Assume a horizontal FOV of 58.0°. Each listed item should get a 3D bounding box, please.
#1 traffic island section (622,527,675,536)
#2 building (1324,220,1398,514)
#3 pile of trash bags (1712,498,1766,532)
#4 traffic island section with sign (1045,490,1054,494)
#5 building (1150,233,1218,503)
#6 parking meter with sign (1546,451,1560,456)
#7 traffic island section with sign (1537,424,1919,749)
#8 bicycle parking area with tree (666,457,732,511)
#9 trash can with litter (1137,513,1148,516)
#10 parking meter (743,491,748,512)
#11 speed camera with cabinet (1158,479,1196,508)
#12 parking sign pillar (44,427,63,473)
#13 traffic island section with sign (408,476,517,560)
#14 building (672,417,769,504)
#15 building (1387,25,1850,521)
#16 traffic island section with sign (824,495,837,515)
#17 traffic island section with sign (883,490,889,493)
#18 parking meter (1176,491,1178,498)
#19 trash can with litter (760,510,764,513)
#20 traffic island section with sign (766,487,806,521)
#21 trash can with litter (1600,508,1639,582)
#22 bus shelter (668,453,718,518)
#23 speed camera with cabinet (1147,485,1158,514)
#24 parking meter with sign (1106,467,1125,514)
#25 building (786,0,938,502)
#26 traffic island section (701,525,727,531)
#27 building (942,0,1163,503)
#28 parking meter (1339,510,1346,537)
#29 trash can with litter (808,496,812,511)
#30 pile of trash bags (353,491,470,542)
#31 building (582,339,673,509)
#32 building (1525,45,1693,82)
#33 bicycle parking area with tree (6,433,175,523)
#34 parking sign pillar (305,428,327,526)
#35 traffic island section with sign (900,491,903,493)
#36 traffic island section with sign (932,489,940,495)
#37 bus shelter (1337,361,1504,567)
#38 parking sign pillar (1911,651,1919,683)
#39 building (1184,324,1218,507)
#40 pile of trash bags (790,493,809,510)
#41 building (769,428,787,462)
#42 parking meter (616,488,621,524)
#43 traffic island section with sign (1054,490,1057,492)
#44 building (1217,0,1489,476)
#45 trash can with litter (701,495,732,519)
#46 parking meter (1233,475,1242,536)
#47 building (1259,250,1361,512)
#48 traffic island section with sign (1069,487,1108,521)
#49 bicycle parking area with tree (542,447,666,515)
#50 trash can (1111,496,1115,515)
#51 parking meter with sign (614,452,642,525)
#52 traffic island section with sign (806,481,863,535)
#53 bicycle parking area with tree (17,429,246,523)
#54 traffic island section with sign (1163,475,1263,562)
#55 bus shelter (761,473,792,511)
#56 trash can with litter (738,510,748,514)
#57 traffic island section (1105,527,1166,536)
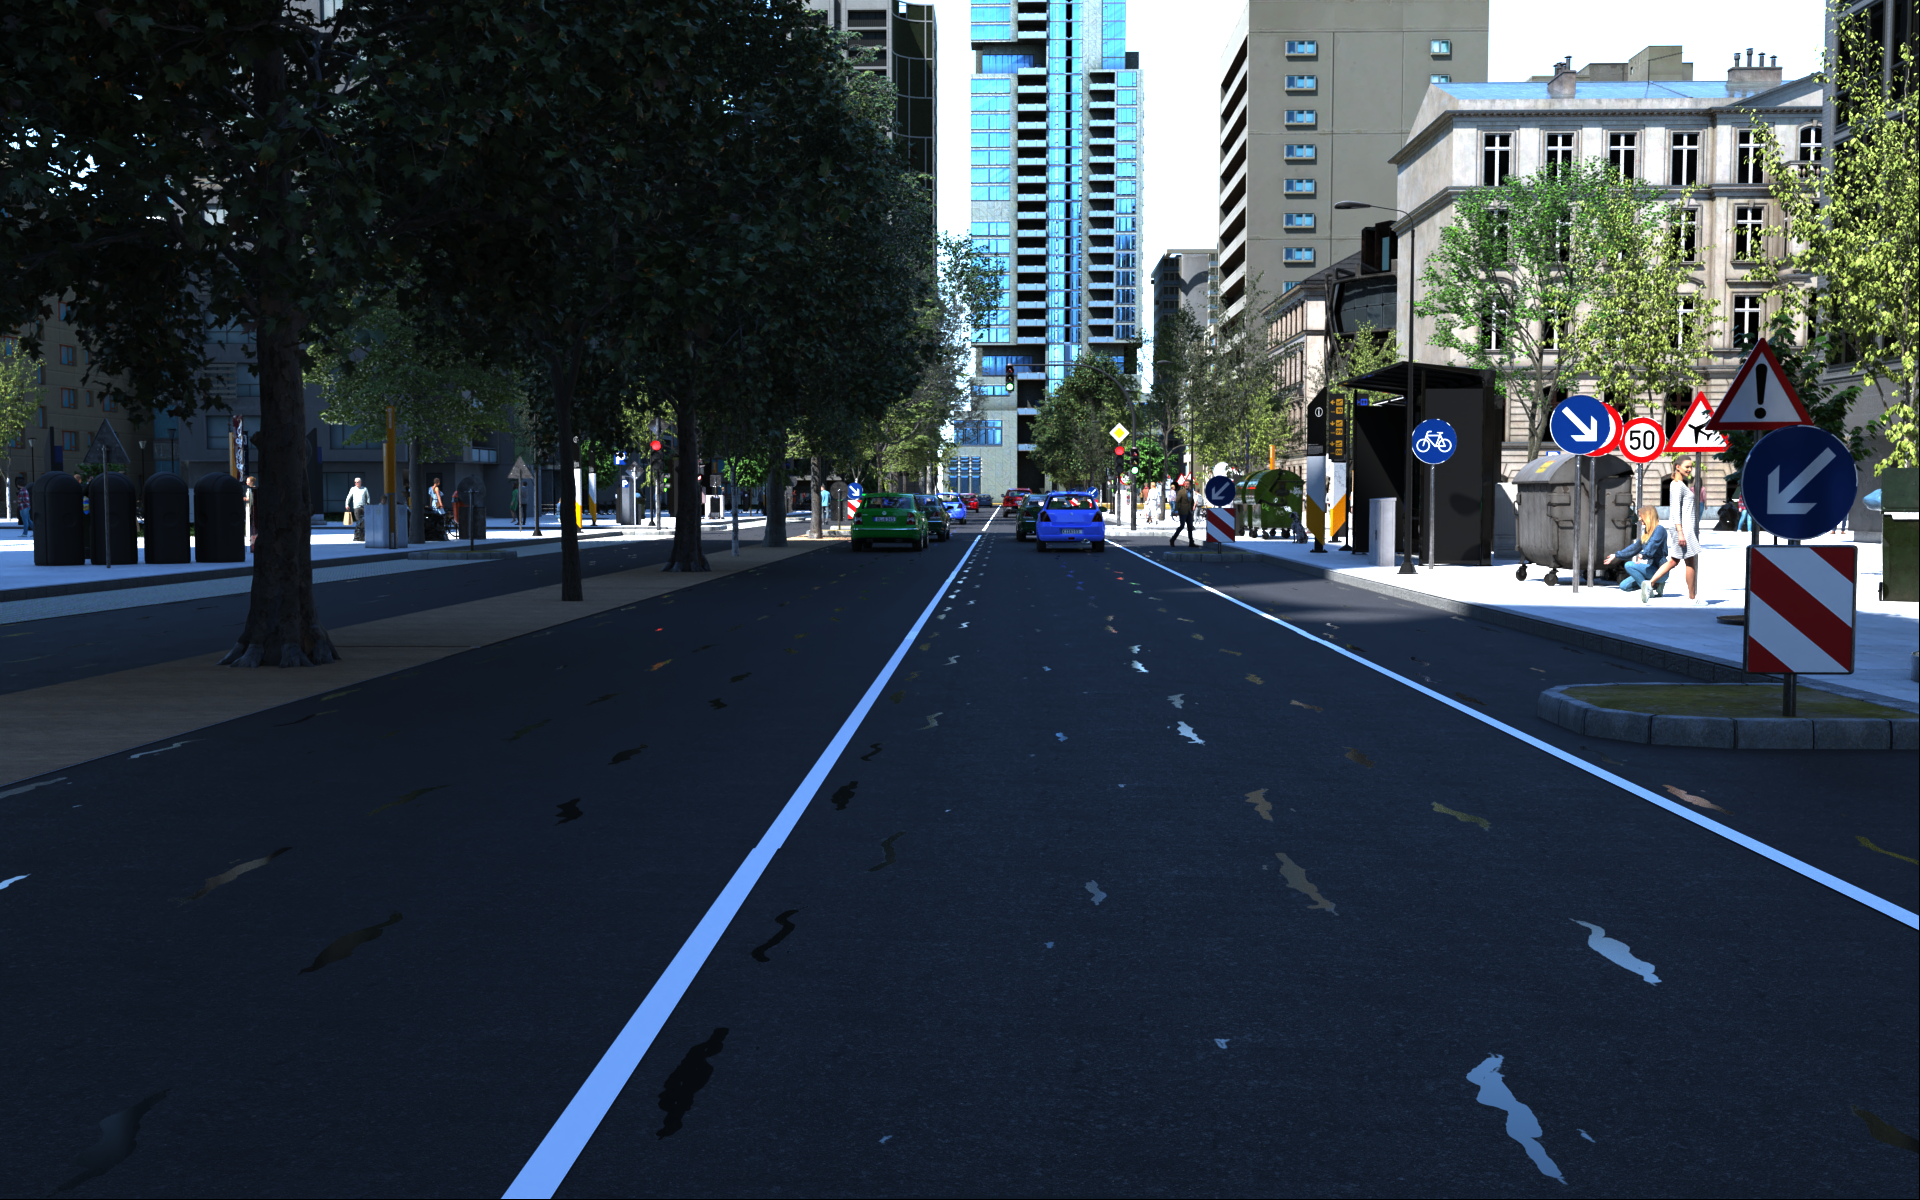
[{"bbox_3d":[-10.646,-2.374,61.093,2.009,0.180,2.903,0,4,2],"label":"traffic island section"},{"bbox_3d":[32.492,-15.129,114.810,16.820,18.784,16.811,0,4,2],"label":"building"},{"bbox_3d":[27.168,-3.008,58.928,1.912,1.369,3.447,0,4,-2],"label":"pile of trash bags"},{"bbox_3d":[9.933,-11.590,198.125,1.989,1.847,2.006,0,4,2],"label":"traffic island section with sign"},{"bbox_3d":[40.926,-34.498,255.920,23.993,40.220,32.217,0,4,2],"label":"building"},{"bbox_3d":[24.485,-4.589,71.293,0.543,3.016,1.738,2,4,25],"label":"parking meter with sign"},{"bbox_3d":[4.710,-0.126,10.681,1.989,1.847,2.006,0,4,2],"label":"traffic island section with sign"},{"bbox_3d":[-21.311,-8.752,130.093,8.231,4.147,9.016,1,4,21],"label":"bicycle parking area with tree"},{"bbox_3d":[11.192,-5.564,102.036,2.233,1.210,1.678,-1,4,-21],"label":"trash can with litter"},{"bbox_3d":[-15.473,-7.131,124.997,0.372,1.533,0.369,0,3,0],"label":"parking meter"},{"bbox_3d":[13.161,-6.741,104.544,2.038,3.252,0.660,0,4,-2],"label":"speed camera with cabinet"},{"bbox_3d":[-36.539,-4.976,69.830,1.447,3.967,1.447,-3,4,-38],"label":"parking sign pillar"},{"bbox_3d":[-10.949,-1.821,38.407,1.989,1.847,2.006,0,4,2],"label":"traffic island section with sign"},{"bbox_3d":[-37.580,-21.315,193.534,28.899,21.520,27.650,0,4,2],"label":"building"},{"bbox_3d":[40.656,-16.448,88.014,34.723,24.649,14.460,0,4,2],"label":"building"},{"bbox_3d":[-8.649,-6.857,120.744,1.989,1.847,2.006,0,4,2],"label":"traffic island section with sign"},{"bbox_3d":[-7.255,-9.951,171.327,1.989,1.847,2.006,0,4,2],"label":"traffic island section with sign"},{"bbox_3d":[13.995,-6.316,111.675,0.372,1.533,0.369,0,3,0],"label":"parking meter"},{"bbox_3d":[-12.484,-6.225,113.173,1.055,1.170,0.624,-1,4,-20],"label":"trash can with litter"},{"bbox_3d":[-9.406,-5.209,93.799,1.989,1.847,2.006,0,4,2],"label":"traffic island section with sign"},{"bbox_3d":[9.810,-0.861,25.464,0.624,1.170,1.055,0,4,-4],"label":"trash can with litter"},{"bbox_3d":[-14.981,-6.495,97.473,1.731,3.624,6.357,0,4,2],"label":"bus shelter"},{"bbox_3d":[12.629,-7.139,111.057,0.660,3.252,2.038,2,4,35],"label":"speed camera with cabinet"},{"bbox_3d":[10.368,-7.104,112.407,1.738,3.016,0.543,1,4,15],"label":"parking meter with sign"},{"bbox_3d":[-13.894,-49.690,250.680,20.611,71.187,20.563,0,4,2],"label":"building"},{"bbox_3d":[-10.423,-2.862,69.075,2.009,0.180,2.903,0,4,2],"label":"traffic island section"},{"bbox_3d":[13.334,-57.418,251.460,31.000,86.520,22.319,0,4,2],"label":"building"},{"bbox_3d":[11.359,-2.804,51.561,0.399,1.863,0.255,-1,4,-9],"label":"parking meter"},{"bbox_3d":[-11.117,-7.335,131.312,0.624,1.170,1.055,-1,4,-20],"label":"trash can with litter"},{"bbox_3d":[-14.871,-2.327,47.796,1.912,1.369,3.447,2,4,34],"label":"pile of trash bags"},{"bbox_3d":[-34.779,-43.810,154.543,20.563,71.187,20.611,0,4,2],"label":"building"},{"bbox_3d":[70.656,-34.791,192.529,21.600,48.544,21.300,0,4,2],"label":"building"},{"bbox_3d":[-45.202,-6.294,89.903,8.231,4.147,9.016,-1,4,-23],"label":"bicycle parking area with tree"},{"bbox_3d":[-26.782,-5.053,71.090,1.447,3.967,1.447,2,4,26],"label":"parking sign pillar"},{"bbox_3d":[-6.475,-11.636,198.875,1.989,1.847,2.006,0,4,2],"label":"traffic island section with sign"},{"bbox_3d":[-2.026,-8.289,143.665,2.006,1.907,1.989,0,4,2],"label":"traffic island section with sign"},{"bbox_3d":[8.753,-2.594,33.697,1.731,3.624,6.357,0,4,2],"label":"bus shelter"},{"bbox_3d":[7.225,-1.411,11.542,1.447,3.967,1.447,-1,4,-19],"label":"parking sign pillar"},{"bbox_3d":[39.970,-21.122,190.379,27.650,21.520,28.899,0,4,2],"label":"building"},{"bbox_3d":[-12.870,-7.863,138.308,1.912,1.369,3.447,1,4,12],"label":"pile of trash bags"},{"bbox_3d":[-34.982,-38.446,252.286,21.600,48.544,21.300,0,4,2],"label":"building"},{"bbox_3d":[-14.708,-4.070,74.957,0.372,1.533,0.369,0,3,0],"label":"parking meter"},{"bbox_3d":[7.797,-6.896,121.384,1.989,1.847,2.006,0,4,2],"label":"traffic island section with sign"},{"bbox_3d":[36.400,-33.043,163.951,21.300,48.544,21.600,0,4,2],"label":"building"},{"bbox_3d":[-12.818,-4.696,87.835,2.233,1.210,1.678,-2,4,-32],"label":"trash can with litter"},{"bbox_3d":[8.514,-2.884,52.859,0.255,1.863,0.399,2,4,30],"label":"parking meter"},{"bbox_3d":[29.620,-16.433,133.308,10.561,19.102,19.286,0,4,2],"label":"building"},{"bbox_3d":[7.042,-5.228,94.107,1.989,1.847,2.006,0,4,2],"label":"traffic island section with sign"},{"bbox_3d":[-24.645,-7.435,108.562,9.016,4.147,8.231,1,4,21],"label":"bicycle parking area with tree"},{"bbox_3d":[9.704,-5.819,106.792,0.748,1.137,0.748,0,3,0],"label":"trash can"},{"bbox_3d":[-13.711,-4.614,71.696,0.543,3.016,1.738,1,4,11],"label":"parking meter with sign"},{"bbox_3d":[-4.324,-3.243,61.151,2.006,1.907,1.989,0,4,2],"label":"traffic island section with sign"},{"bbox_3d":[-36.526,-5.551,77.764,9.016,4.147,8.231,-3,5,-40],"label":"bicycle parking area with tree"},{"bbox_3d":[5.461,-1.776,37.665,1.989,1.847,2.006,0,4,2],"label":"traffic island section with sign"},{"bbox_3d":[-13.940,-8.400,131.259,2.014,3.302,5.546,0,4,2],"label":"bus shelter"},{"bbox_3d":[-14.642,-6.355,114.966,1.678,1.210,2.233,1,4,11],"label":"trash can with litter"},{"bbox_3d":[6.089,-2.345,60.624,2.009,0.180,2.903,0,4,2],"label":"traffic island section"}]
